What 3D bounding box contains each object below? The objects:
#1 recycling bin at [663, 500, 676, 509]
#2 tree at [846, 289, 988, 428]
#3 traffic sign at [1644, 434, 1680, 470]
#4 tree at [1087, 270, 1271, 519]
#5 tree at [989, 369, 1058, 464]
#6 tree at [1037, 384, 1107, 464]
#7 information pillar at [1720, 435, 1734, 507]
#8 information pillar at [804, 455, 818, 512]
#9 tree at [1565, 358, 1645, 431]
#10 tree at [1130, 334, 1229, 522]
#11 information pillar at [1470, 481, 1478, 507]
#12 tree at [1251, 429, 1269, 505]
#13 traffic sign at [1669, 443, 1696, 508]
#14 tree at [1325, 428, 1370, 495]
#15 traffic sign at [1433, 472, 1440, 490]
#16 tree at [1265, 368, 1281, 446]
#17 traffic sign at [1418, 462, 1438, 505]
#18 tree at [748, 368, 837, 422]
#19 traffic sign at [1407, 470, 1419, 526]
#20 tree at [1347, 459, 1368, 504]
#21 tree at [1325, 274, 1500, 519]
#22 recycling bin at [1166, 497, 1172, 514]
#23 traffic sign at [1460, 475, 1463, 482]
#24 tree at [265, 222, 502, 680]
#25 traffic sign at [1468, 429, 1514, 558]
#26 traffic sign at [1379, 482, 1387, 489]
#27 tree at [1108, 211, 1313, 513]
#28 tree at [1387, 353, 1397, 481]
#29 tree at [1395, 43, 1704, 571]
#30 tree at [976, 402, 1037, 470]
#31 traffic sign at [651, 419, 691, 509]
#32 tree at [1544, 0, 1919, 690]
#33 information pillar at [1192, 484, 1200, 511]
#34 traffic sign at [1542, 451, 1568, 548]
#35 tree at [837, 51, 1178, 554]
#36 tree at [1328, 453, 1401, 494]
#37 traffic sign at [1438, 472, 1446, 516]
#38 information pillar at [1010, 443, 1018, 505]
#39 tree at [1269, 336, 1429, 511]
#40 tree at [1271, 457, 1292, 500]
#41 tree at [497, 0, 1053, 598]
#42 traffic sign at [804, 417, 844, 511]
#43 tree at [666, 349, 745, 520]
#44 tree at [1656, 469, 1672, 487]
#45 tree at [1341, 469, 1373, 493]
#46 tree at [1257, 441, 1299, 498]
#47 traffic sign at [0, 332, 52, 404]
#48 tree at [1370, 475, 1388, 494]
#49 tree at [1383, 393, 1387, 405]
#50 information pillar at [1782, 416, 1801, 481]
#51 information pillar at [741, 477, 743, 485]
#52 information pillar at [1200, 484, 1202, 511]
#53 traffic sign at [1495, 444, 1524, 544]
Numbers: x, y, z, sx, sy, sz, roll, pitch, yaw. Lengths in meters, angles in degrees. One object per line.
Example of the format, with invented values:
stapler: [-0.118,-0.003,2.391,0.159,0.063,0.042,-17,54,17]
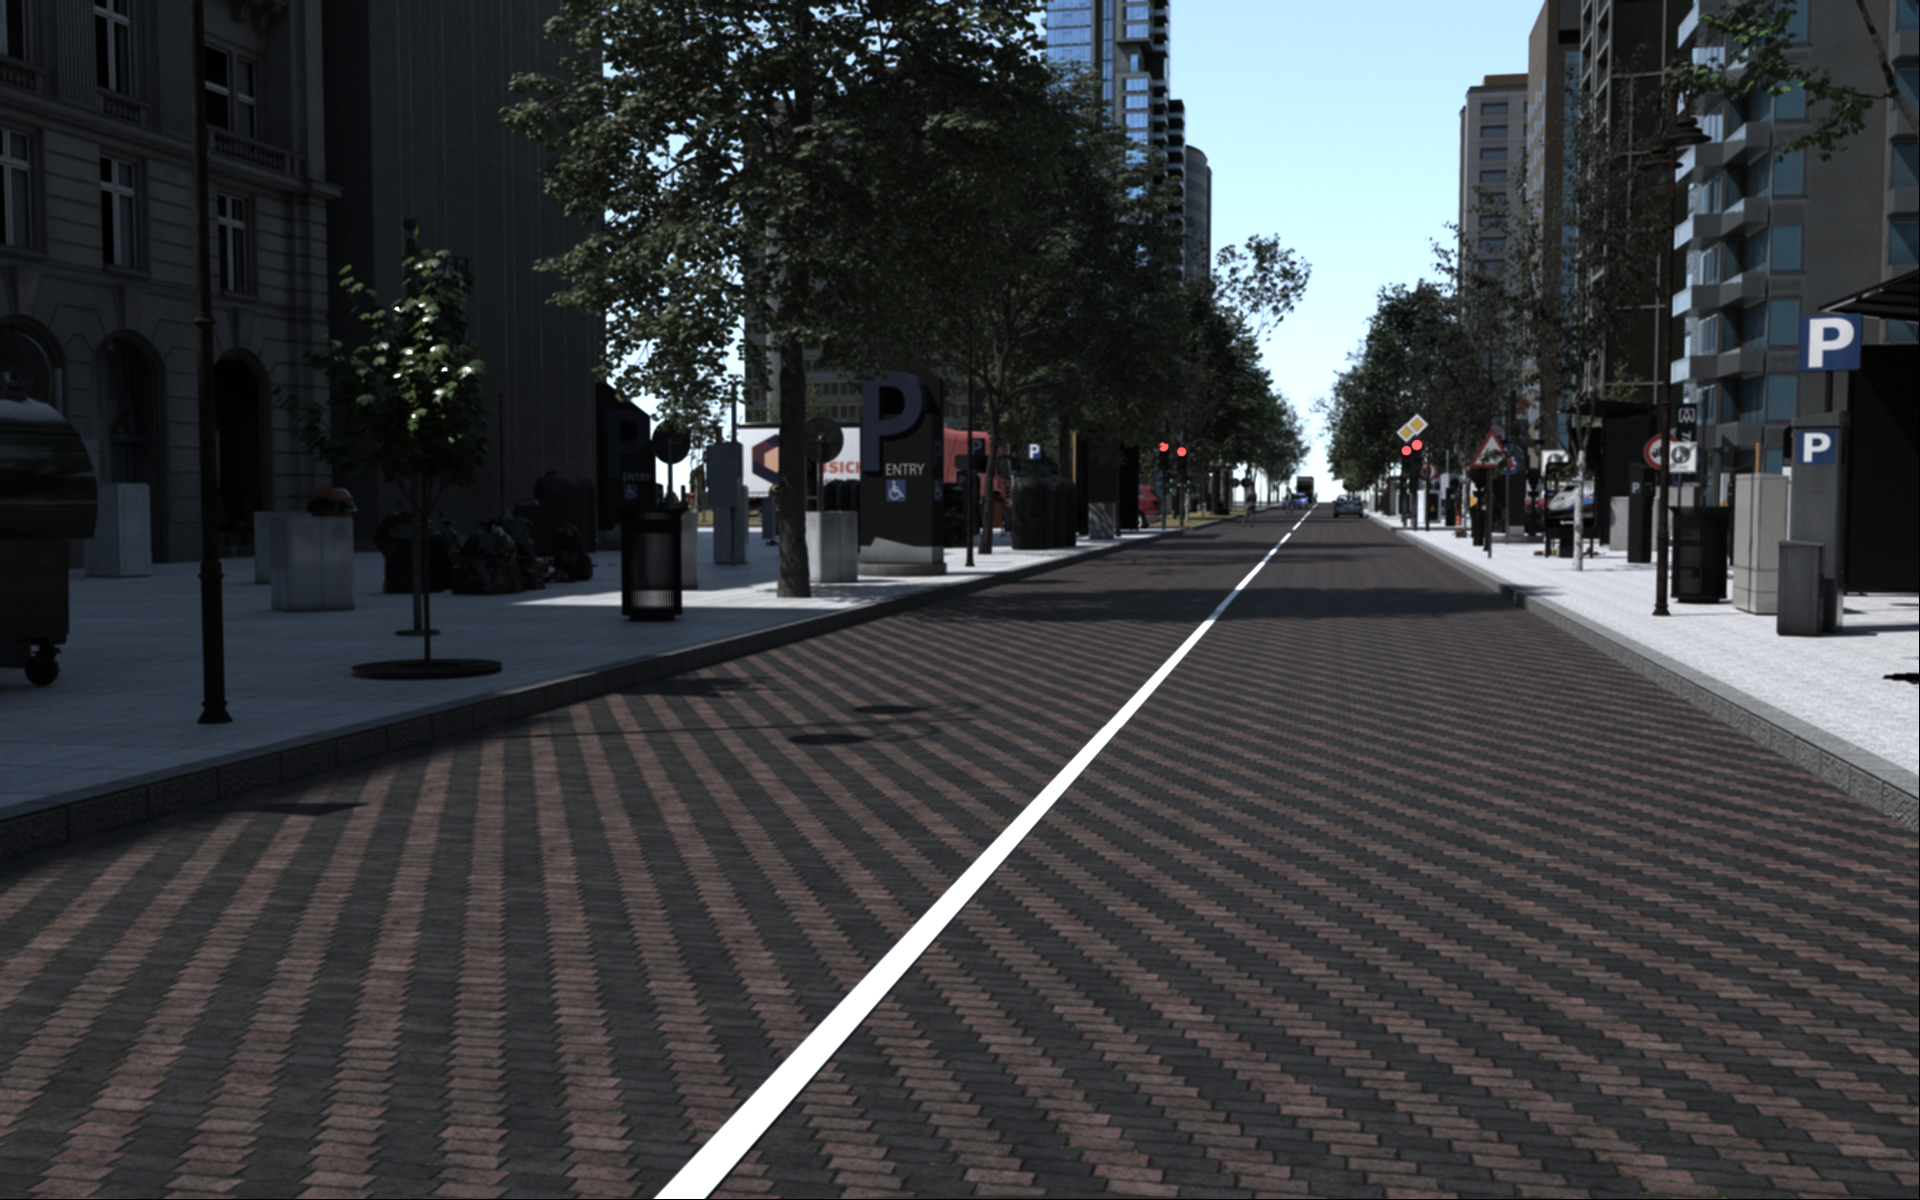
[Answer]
recycling bin: [-16.857,-5.348,99.994,0.722,1.027,0.722,-3,5,-43]
tree: [-1.583,-6.552,57.484,4.360,8.622,3.978,0,3,0]
traffic sign: [14.830,-2.231,36.579,0.768,2.556,0.104,1,4,18]
tree: [11.309,-10.527,89.132,9.611,12.733,9.660,0,3,0]
tree: [3.029,-8.748,93.387,4.360,8.622,3.978,0,3,0]
tree: [7.944,-9.650,108.140,4.737,8.622,4.395,0,3,0]
information pillar: [30.334,-4.719,68.509,0.504,3.616,0.183,0,4,-3]
information pillar: [-2.757,-1.629,31.132,0.304,2.012,0.304,-3,5,-43]
tree: [34.811,-8.731,93.113,4.737,8.622,4.395,0,3,0]
tree: [10.212,-7.883,79.245,4.360,8.622,3.978,0,3,0]
information pillar: [28.836,-6.466,97.070,0.183,3.616,0.504,-3,4,-38]
tree: [35.021,-17.423,195.230,12.009,13.543,11.850,0,3,0]
traffic sign: [14.250,-1.968,34.314,0.606,2.300,0.079,1,4,13]
tree: [51.456,-18.828,225.956,7.486,12.596,7.792,0,3,0]
traffic sign: [27.537,-6.135,100.421,0.768,2.556,0.104,1,4,12]
tree: [15.588,-11.350,103.696,7.486,12.596,7.792,0,3,0]
traffic sign: [18.364,-4.158,68.088,0.768,2.556,0.104,1,4,16]
tree: [-9.788,-9.176,100.391,4.737,8.622,4.395,0,3,0]
traffic sign: [17.924,-4.192,68.645,0.768,2.556,0.104,1,4,18]
tree: [41.860,-14.031,179.770,4.737,8.622,4.395,0,3,0]
tree: [23.830,-10.619,90.630,9.611,12.733,9.660,0,3,0]
recycling bin: [12.931,-5.929,109.500,0.722,1.027,0.722,3,5,45]
traffic sign: [31.232,-6.603,108.065,0.768,2.556,0.104,1,4,18]
tree: [-3.814,-1.094,12.496,1.663,3.219,1.824,0,3,0]
traffic sign: [10.593,-2.113,34.556,0.884,2.594,0.081,1,4,21]
traffic sign: [34.016,-8.389,139.291,0.606,2.300,0.079,1,4,21]
tree: [16.534,-15.963,116.883,12.611,20.169,13.585,0,3,0]
tree: [15.442,-6.216,51.988,4.360,8.622,3.978,0,3,0]
tree: [10.211,-4.798,28.807,4.360,8.622,3.978,0,3,0]
tree: [3.625,-10.098,115.460,4.737,8.622,4.395,0,3,0]
traffic sign: [-4.922,-1.794,29.443,0.768,2.556,0.104,1,4,21]
tree: [6.779,-5.222,11.140,9.928,11.665,9.643,0,3,0]
information pillar: [17.242,-7.512,127.308,0.304,2.012,0.304,1,4,16]
traffic sign: [13.994,-2.364,40.780,0.606,2.300,0.079,1,4,21]
tree: [0.841,-6.246,36.532,7.601,10.594,8.767,2,4,23]
tree: [40.163,-14.164,165.994,8.767,10.594,7.601,3,5,41]
traffic sign: [27.855,-6.081,99.536,0.768,2.556,0.104,1,4,19]
information pillar: [2.373,-5.294,77.911,0.504,3.616,0.183,1,4,18]
tree: [31.035,-13.382,129.158,12.009,13.543,11.850,0,3,0]
tree: [50.781,-19.896,275.654,4.360,8.622,3.978,0,3,0]
tree: [-1.721,-6.293,21.013,7.486,12.596,7.792,0,3,0]
traffic sign: [-2.289,-1.737,28.510,0.768,2.556,0.104,1,4,16]
tree: [-12.979,-8.329,86.540,4.360,8.622,3.978,0,3,0]
tree: [44.325,-7.885,112.636,4.285,4.588,4.351,0,3,0]
tree: [45.986,-13.136,198.480,4.285,4.588,4.351,0,3,0]
tree: [43.059,-17.616,238.381,4.737,8.622,4.395,0,3,0]
traffic sign: [-7.488,-0.830,13.669,0.768,2.556,0.104,1,4,16]
tree: [35.167,-9.129,143.862,1.663,3.219,1.824,0,3,0]
tree: [22.202,-8.073,82.357,4.360,8.622,3.978,0,3,0]
information pillar: [25.111,-3.728,52.305,0.183,3.616,0.504,-3,5,-42]
information pillar: [-8.081,-3.574,62.921,0.304,2.012,0.304,1,4,20]
information pillar: [18.252,-7.810,132.186,0.304,2.012,0.304,-3,5,-43]
traffic sign: [13.956,-2.692,44.116,0.768,2.556,0.104,1,4,16]
